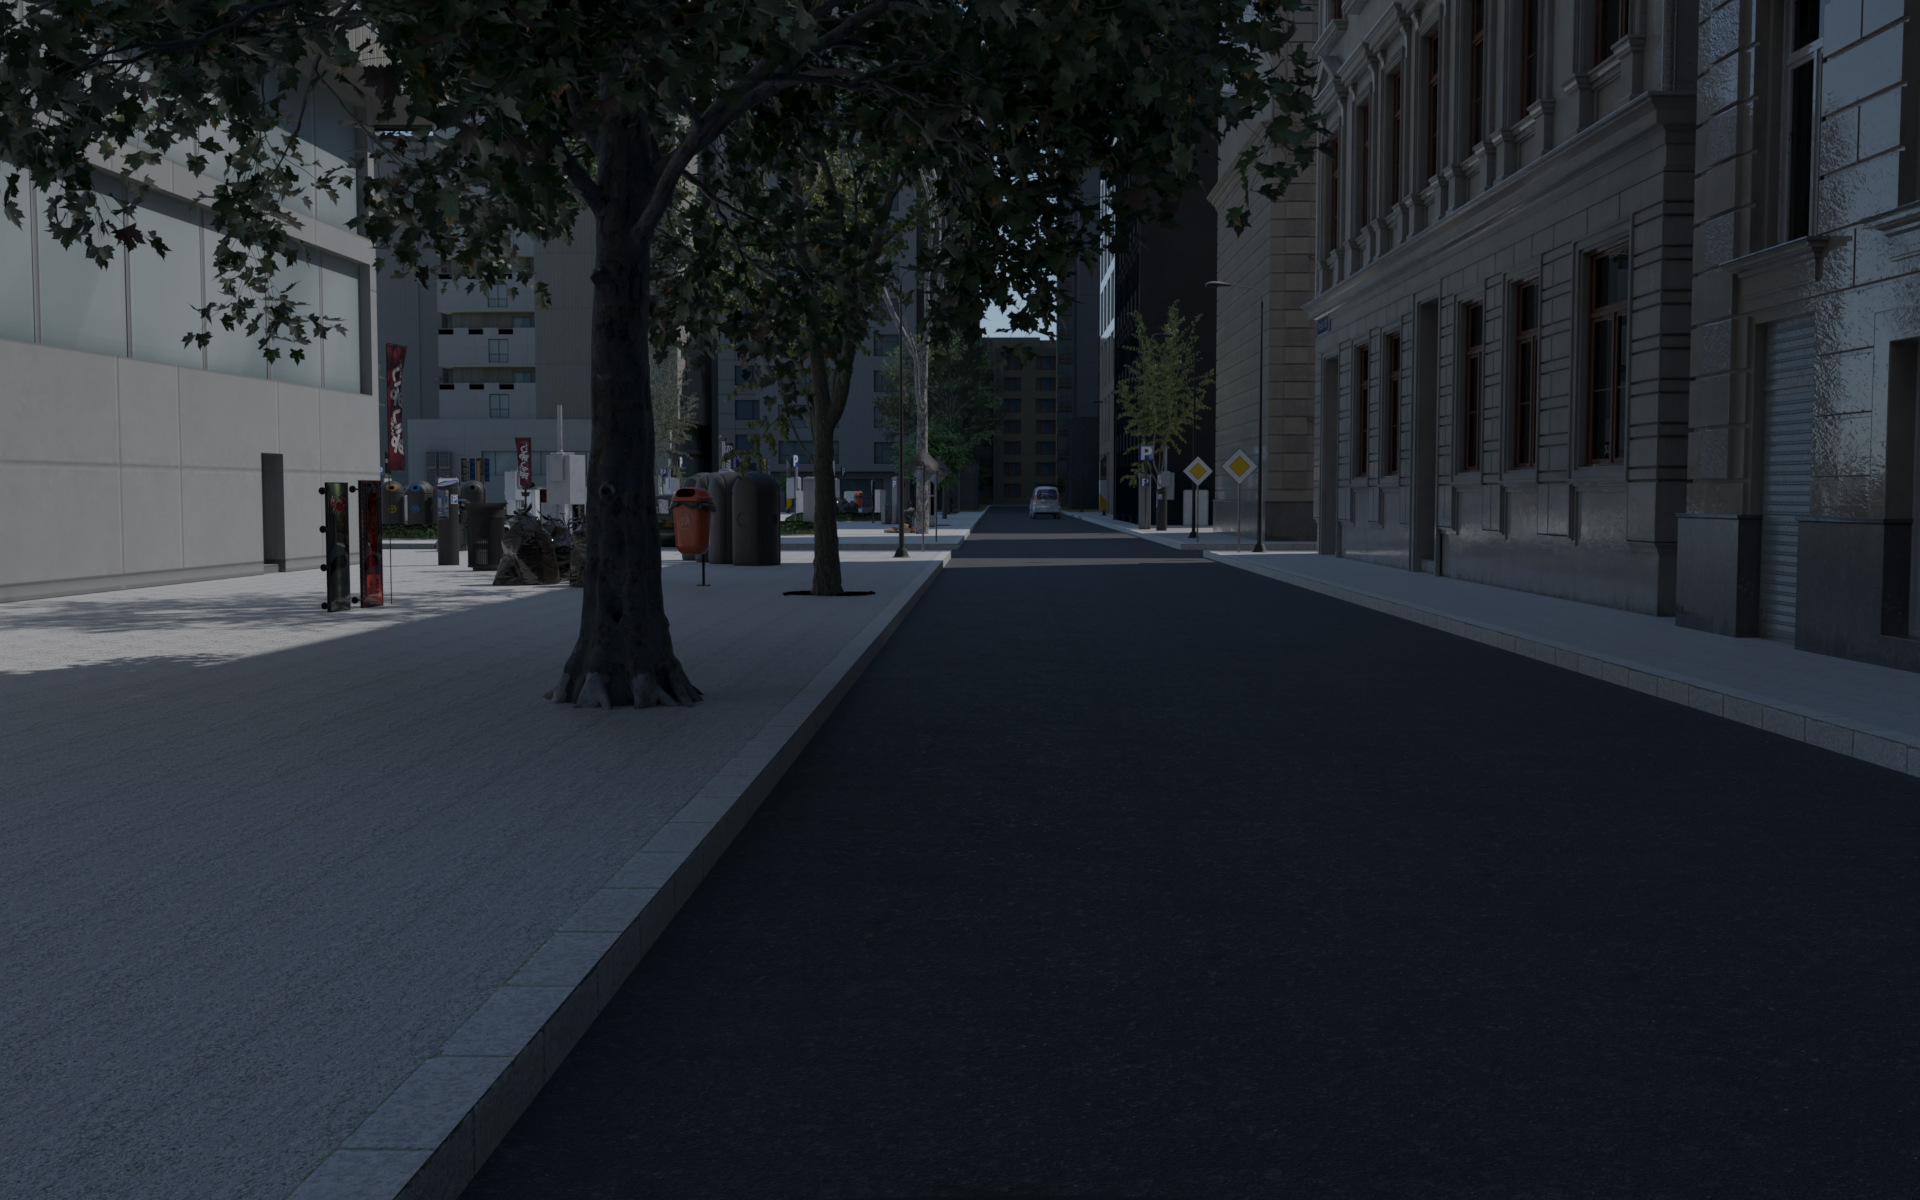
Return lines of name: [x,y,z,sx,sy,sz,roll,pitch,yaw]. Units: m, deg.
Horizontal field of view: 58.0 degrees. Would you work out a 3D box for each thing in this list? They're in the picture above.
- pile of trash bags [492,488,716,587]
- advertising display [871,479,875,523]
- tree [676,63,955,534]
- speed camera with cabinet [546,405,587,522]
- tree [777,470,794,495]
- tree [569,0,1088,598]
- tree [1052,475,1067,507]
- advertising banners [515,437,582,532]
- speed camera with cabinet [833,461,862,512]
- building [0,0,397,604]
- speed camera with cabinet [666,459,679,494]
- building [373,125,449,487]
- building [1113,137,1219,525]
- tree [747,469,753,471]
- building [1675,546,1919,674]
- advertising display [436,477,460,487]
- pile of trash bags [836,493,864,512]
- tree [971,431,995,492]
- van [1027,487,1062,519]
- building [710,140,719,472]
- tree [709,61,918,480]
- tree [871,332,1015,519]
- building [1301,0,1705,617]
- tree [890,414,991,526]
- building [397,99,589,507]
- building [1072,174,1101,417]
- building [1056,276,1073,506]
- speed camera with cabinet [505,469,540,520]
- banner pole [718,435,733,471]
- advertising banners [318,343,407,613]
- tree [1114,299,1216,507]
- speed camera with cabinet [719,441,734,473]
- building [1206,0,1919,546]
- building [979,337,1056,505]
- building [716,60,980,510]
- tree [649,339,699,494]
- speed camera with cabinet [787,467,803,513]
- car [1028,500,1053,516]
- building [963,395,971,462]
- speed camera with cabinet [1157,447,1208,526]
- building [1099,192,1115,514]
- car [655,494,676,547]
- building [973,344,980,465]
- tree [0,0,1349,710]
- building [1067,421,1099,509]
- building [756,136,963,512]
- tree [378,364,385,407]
pile of trash bags: [-4.954,-0.904,24.532,3.447,1.369,1.912,2,4,25]
advertising display: [-3.837,-4.354,76.408,0.123,1.923,0.974,0,4,-6]
tree: [-2.441,-12.238,55.972,12.611,20.169,13.585,0,3,0]
speed camera with cabinet: [-8.192,-2.695,38.400,2.038,3.252,0.660,2,4,27]
tree: [-11.976,-7.749,121.290,1.663,3.219,1.824,0,3,0]
tree: [-1.596,-5.873,21.781,9.928,11.665,9.643,0,3,0]
tree: [9.894,-10.894,172.717,1.663,3.219,1.824,0,3,0]
advertising banners: [-12.695,-3.497,53.371,2.074,3.025,0.090,0,4,6]
speed camera with cabinet: [-6.895,-6.669,103.372,2.038,3.252,0.660,-1,4,-16]
building: [-23.440,-26.371,20.399,27.495,52.752,28.713,0,4,1]
speed camera with cabinet: [-15.670,-6.230,96.193,0.660,3.252,2.038,-2,4,-34]
building: [-62.048,-31.079,191.731,14.086,41.232,14.154,0,4,1]
building: [13.634,-15.185,77.947,12.332,23.373,15.834,0,4,1]
tree: [-14.854,-7.641,119.536,1.663,3.219,1.824,0,3,0]
building: [12.310,-12.631,3.782,12.463,27.353,25.104,0,4,1]
advertising display: [-19.213,-3.659,65.031,0.123,1.923,0.974,3,5,40]
pile of trash bags: [-6.415,-5.351,97.249,1.912,1.369,3.447,2,4,26]
tree: [1.763,-14.087,180.685,4.360,8.622,3.978,0,3,0]
van: [4.951,-5.740,100.857,2.013,2.044,4.112,0,4,-1]
building: [-19.470,-31.026,190.866,14.086,41.232,14.154,0,4,1]
tree: [-2.423,-4.792,28.709,4.737,8.622,4.395,0,3,0]
tree: [-0.979,-9.443,88.799,8.767,10.594,7.601,2,4,27]
building: [12.461,-11.673,27.014,11.583,22.565,21.152,0,4,1]
tree: [-1.002,-5.294,70.278,4.285,4.588,4.351,0,3,0]
building: [-40.433,-36.334,183.300,27.495,52.752,28.713,0,4,1]
building: [21.441,-38.253,167.436,21.231,58.520,28.212,0,4,1]
building: [17.487,-30.922,189.170,14.154,41.232,14.086,0,4,1]
speed camera with cabinet: [-16.963,-4.506,68.007,0.660,3.252,2.038,2,4,28]
banner pole: [-10.056,-5.145,74.145,0.863,3.779,0.401,-2,4,-30]
advertising banners: [-6.686,-1.429,19.558,0.090,3.025,2.074,1,4,8]
tree: [7.674,-7.098,66.414,4.737,8.622,4.395,0,3,0]
speed camera with cabinet: [-8.808,-4.282,64.352,0.660,3.252,2.038,1,4,10]
building: [20.477,-15.536,51.284,25.104,27.353,12.463,0,4,1]
building: [-1.186,-22.848,218.605,28.899,21.520,27.650,0,4,1]
building: [-8.648,-43.232,145.094,20.563,71.187,20.611,0,4,1]
tree: [-13.286,-7.714,76.486,4.360,8.622,3.978,0,3,0]
speed camera with cabinet: [-8.780,-6.150,94.886,0.660,3.252,2.038,1,4,22]
car: [5.324,-6.173,110.516,1.945,1.707,3.694,0,4,1]
building: [-6.043,-23.970,163.608,14.160,30.474,14.107,0,4,1]
speed camera with cabinet: [9.044,-4.644,70.272,2.038,3.252,0.660,1,4,10]
building: [18.951,-18.275,103.315,19.350,26.468,34.151,0,4,1]
car: [-6.504,-1.961,41.852,4.222,1.686,2.009,0,4,2]
building: [-4.976,-33.006,189.751,14.200,45.320,14.600,0,4,1]
tree: [-2.030,-5.706,10.305,9.611,12.733,9.660,0,3,0]
building: [20.362,-50.406,136.817,22.319,86.520,31.000,0,4,1]
building: [-7.199,-21.833,128.676,14.160,30.474,14.107,0,4,1]
tree: [-23.393,-6.933,63.714,4.360,8.622,3.978,0,3,0]
